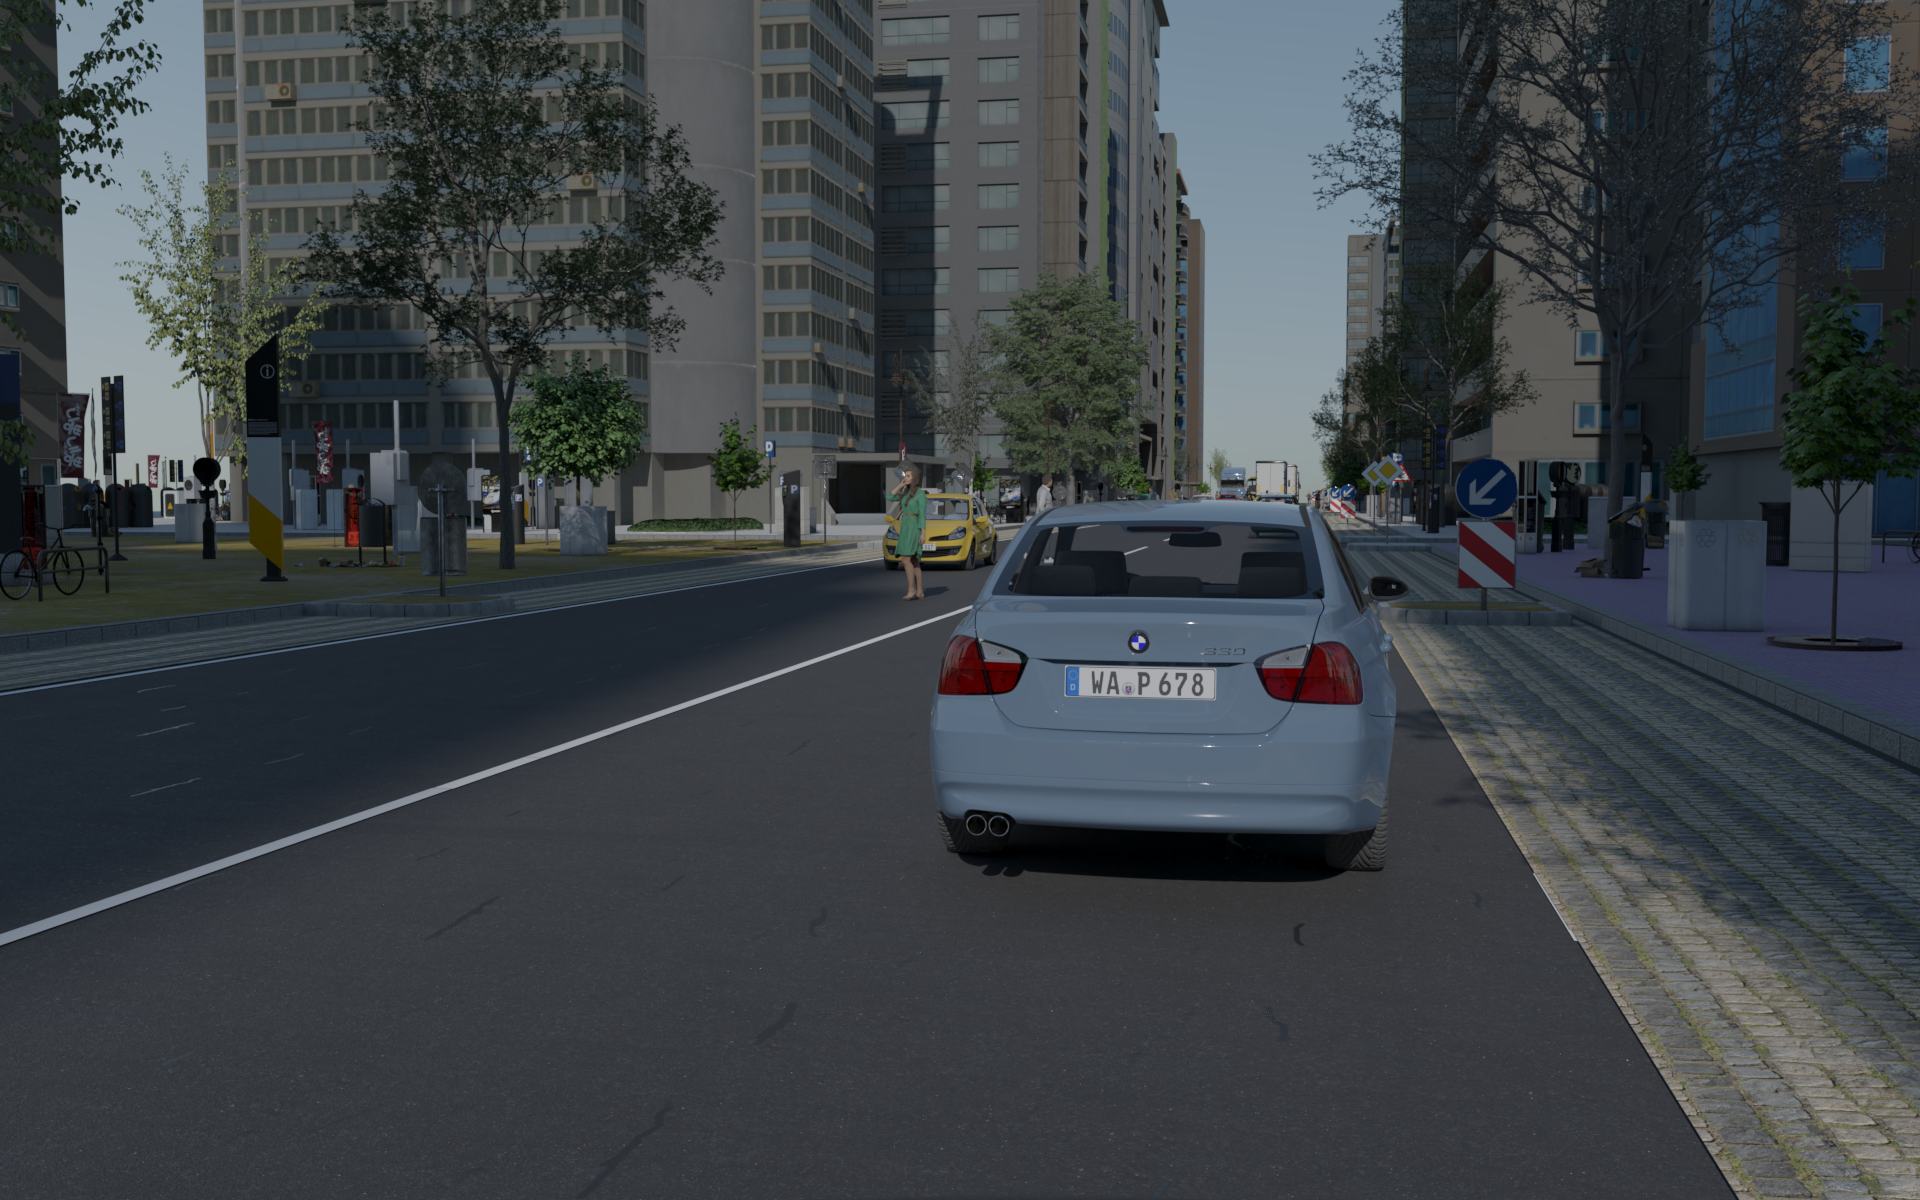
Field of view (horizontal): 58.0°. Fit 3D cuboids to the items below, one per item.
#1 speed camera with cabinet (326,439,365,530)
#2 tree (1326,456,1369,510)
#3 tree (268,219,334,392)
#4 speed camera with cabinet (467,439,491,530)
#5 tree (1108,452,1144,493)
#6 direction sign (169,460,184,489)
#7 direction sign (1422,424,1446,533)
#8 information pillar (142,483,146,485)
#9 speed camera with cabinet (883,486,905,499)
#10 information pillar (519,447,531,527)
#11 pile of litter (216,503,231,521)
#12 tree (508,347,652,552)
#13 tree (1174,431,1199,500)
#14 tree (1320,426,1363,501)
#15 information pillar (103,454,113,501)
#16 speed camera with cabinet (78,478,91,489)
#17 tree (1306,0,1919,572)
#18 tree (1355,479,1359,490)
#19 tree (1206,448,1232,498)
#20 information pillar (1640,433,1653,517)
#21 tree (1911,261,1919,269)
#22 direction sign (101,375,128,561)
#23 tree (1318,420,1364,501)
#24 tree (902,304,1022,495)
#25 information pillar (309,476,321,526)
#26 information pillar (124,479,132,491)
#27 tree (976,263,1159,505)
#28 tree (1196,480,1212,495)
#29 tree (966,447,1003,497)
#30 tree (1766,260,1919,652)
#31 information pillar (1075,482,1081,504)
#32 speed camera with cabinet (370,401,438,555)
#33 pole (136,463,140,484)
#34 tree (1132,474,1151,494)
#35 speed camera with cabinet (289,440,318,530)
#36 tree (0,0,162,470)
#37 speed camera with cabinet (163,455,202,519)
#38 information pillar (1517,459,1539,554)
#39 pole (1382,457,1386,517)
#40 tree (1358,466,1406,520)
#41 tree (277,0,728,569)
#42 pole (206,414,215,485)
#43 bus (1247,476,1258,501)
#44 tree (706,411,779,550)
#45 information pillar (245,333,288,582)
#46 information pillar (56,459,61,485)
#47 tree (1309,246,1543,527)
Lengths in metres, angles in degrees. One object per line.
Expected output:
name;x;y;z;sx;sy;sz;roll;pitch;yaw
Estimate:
speed camera with cabinet;-22.001;-4.140;62.029;0.660;3.252;2.038;0;4;4
tree;32.652;-9.798;143.908;4.285;4.588;4.351;0;3;0
tree;-16.253;-5.357;37.943;4.737;8.622;4.395;0;3;0
speed camera with cabinet;-16.803;-4.124;61.770;2.038;3.252;0.660;3;5;44
tree;11.857;-8.673;125.509;4.285;4.588;4.351;0;3;0
direction sign;-51.697;-7.481;114.316;0.876;3.537;0.379;0;4;-6
direction sign;15.415;-3.940;56.415;0.379;3.537;0.876;-3;5;-40
information pillar;-54.869;-6.845;116.399;0.304;2.012;0.304;-2;4;-28
speed camera with cabinet;-3.737;-6.044;93.150;2.038;3.252;0.660;1;4;23
information pillar;-16.824;-4.617;66.835;0.183;3.616;0.504;1;4;20
pile of litter;-35.105;-4.169;82.126;1.176;0.858;1.719;2;4;31
tree;-8.623;-3.388;39.115;4.285;4.588;4.351;0;3;0
tree;25.971;-15.410;202.311;4.360;8.622;3.978;0;3;0
tree;39.620;-14.072;180.444;4.360;8.622;3.978;0;3;0
information pillar;-37.505;-5.194;76.273;0.183;3.616;0.504;1;4;15
speed camera with cabinet;-49.479;-6.314;97.562;0.660;3.252;2.038;-1;4;-13
tree;11.028;-7.234;28.650;12.009;13.543;11.850;0;3;0
tree;27.477;-7.509;117.371;1.663;3.219;1.824;0;3;0
tree;42.755;-20.340;282.913;4.737;8.622;4.395;0;3;0
information pillar;26.256;-4.582;66.271;0.183;3.616;0.504;-1;4;-22
tree;21.830;-5.202;35.408;4.737;8.622;4.395;0;3;0
direction sign;-16.264;-2.528;33.324;0.876;3.537;0.379;3;5;39
tree;38.047;-13.524;171.477;4.737;8.622;4.395;0;3;0
tree;0.187;-7.114;66.675;4.360;8.622;3.978;0;3;0
information pillar;-25.961;-3.989;69.716;0.304;2.012;0.304;1;4;12
information pillar;-40.007;-4.822;83.324;0.304;2.012;0.304;-1;4;-10
tree;5.986;-11.525;95.085;9.857;13.997;8.962;0;3;0
tree;31.626;-14.240;227.420;1.663;3.219;1.824;0;3;0
tree;0.659;-4.625;70.221;1.663;3.219;1.824;0;3;0
tree;7.273;-1.212;14.422;1.663;3.219;1.824;0;3;0
information pillar;6.999;-5.999;102.579;0.304;2.012;0.304;-1;4;-15
speed camera with cabinet;-11.963;-2.635;37.420;0.660;3.252;2.038;1;4;11
pole;-54.292;-7.373;114.385;0.158;3.312;0.155;0;3;0
tree;14.798;-8.971;141.275;1.663;3.219;1.824;0;3;0
speed camera with cabinet;-23.820;-4.191;62.853;0.660;3.252;2.038;-2;4;-31
tree;-9.825;-4.000;15.762;4.737;8.622;4.395;0;3;0
speed camera with cabinet;-39.327;-5.703;87.587;2.038;3.252;0.660;1;4;22
information pillar;12.093;-1.983;36.908;0.304;2.012;0.304;-1;4;-15
pole;23.208;-6.179;94.873;0.158;3.312;0.155;0;3;0
tree;21.381;-5.648;86.948;1.663;3.219;1.824;0;3;0
tree;-7.665;-5.832;29.766;8.767;10.594;7.601;1;4;15
pole;-19.070;-3.073;44.093;0.158;3.312;0.155;0;3;0
bus;41.960;-15.435;243.906;2.896;3.916;12.252;1;4;13
tree;-5.215;-2.775;39.976;1.663;3.219;1.824;0;3;0
information pillar;-10.169;-2.080;25.359;0.504;3.616;0.183;0;4;-1
information pillar;-51.123;-6.534;98.184;0.183;3.616;0.504;-1;4;-8
tree;18.257;-8.060;66.186;7.601;10.594;8.767;-3;4;-37
